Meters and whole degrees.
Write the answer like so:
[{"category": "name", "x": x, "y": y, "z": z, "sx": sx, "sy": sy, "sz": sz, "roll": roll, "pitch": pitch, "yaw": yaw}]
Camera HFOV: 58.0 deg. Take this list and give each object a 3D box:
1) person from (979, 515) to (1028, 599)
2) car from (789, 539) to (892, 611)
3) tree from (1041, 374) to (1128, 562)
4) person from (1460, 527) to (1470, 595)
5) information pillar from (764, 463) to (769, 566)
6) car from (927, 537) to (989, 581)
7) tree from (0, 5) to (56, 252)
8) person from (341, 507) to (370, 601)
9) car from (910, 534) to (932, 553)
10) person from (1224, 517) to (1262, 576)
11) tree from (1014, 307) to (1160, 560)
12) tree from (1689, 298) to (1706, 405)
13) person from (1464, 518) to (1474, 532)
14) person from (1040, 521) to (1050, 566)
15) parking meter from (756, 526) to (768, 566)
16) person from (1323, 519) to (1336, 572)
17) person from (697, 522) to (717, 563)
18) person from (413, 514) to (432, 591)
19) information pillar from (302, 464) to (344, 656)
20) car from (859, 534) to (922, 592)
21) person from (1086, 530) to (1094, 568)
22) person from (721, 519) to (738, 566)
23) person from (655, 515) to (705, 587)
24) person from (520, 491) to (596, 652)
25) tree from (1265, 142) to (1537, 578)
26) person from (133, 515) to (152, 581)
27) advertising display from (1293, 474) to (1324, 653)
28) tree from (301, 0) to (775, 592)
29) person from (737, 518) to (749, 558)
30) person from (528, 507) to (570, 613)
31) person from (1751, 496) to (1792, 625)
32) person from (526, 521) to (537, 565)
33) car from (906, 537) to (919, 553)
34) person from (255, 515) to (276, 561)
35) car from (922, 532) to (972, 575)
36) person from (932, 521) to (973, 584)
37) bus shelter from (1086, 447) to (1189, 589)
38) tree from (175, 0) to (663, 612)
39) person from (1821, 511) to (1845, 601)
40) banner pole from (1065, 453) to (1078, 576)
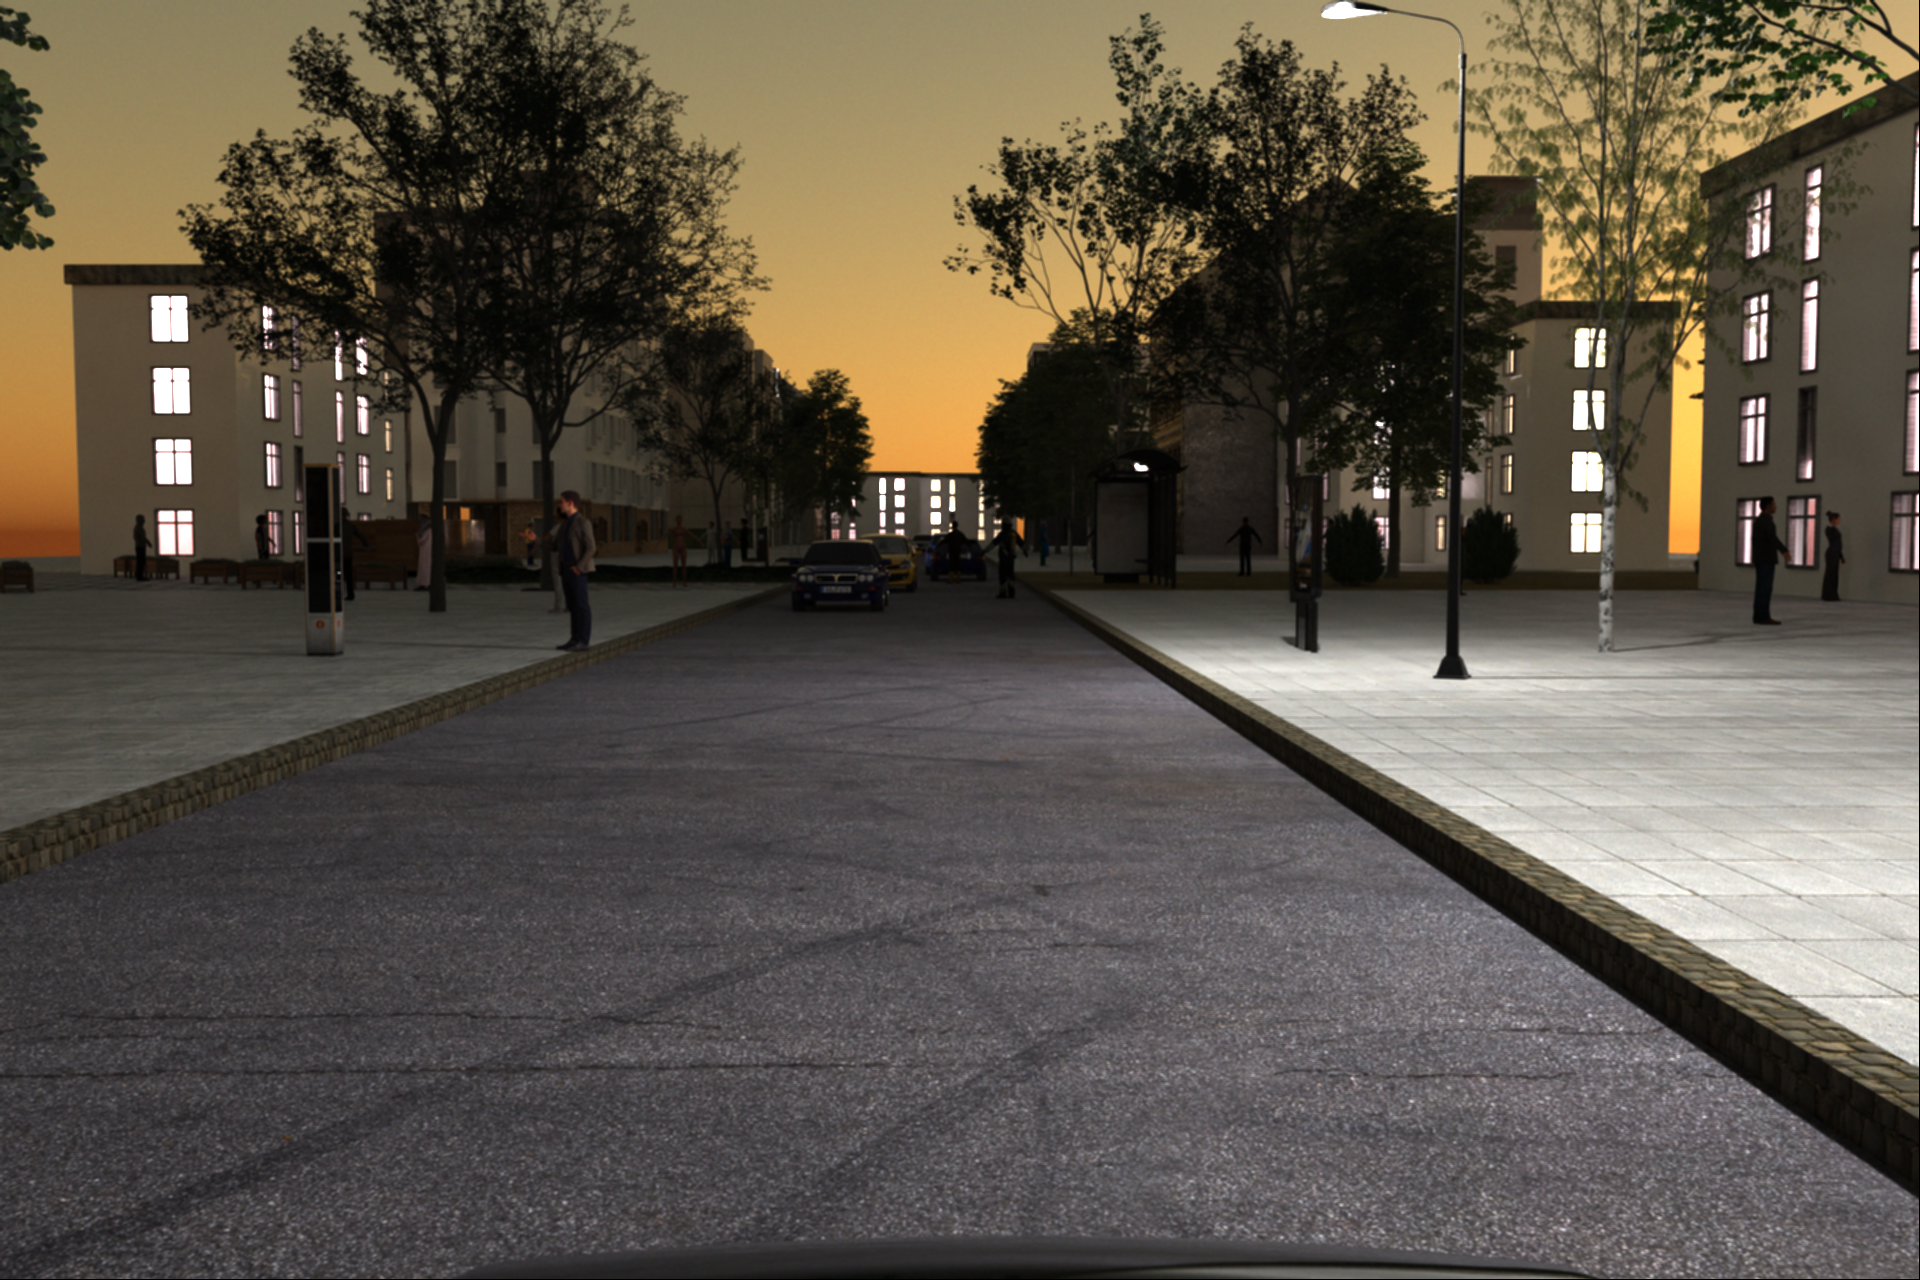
[{"category": "person", "x": 1.025, "y": -1.858, "z": 38.613, "sx": 1.354, "sy": 1.856, "sz": 0.705, "roll": -3, "pitch": 4, "yaw": -37}, {"category": "car", "x": -2.272, "y": -1.270, "z": 33.340, "sx": 1.945, "sy": 1.354, "sz": 3.894, "roll": 0, "pitch": 4, "yaw": -1}, {"category": "tree", "x": 6.016, "y": -7.885, "z": 79.289, "sx": 4.360, "sy": 8.622, "sz": 3.978, "roll": 0, "pitch": 3, "yaw": 0}, {"category": "person", "x": 10.551, "y": -1.659, "z": 36.336, "sx": 0.599, "sy": 1.438, "sz": 0.989, "roll": 2, "pitch": 4, "yaw": 29}, {"category": "information pillar", "x": -6.322, "y": -3.998, "z": 56.723, "sx": 0.183, "sy": 3.616, "sz": 0.504, "roll": 0, "pitch": 4, "yaw": 1}, {"category": "car", "x": -0.061, "y": -2.528, "z": 53.915, "sx": 1.945, "sy": 1.354, "sz": 3.894, "roll": 0, "pitch": 4, "yaw": -1}, {"category": "tree", "x": -8.607, "y": -6.277, "z": 9.279, "sx": 9.857, "sy": 13.997, "sz": 8.962, "roll": 0, "pitch": 3, "yaw": 0}, {"category": "person", "x": -11.919, "y": -1.666, "z": 33.423, "sx": 0.705, "sy": 1.807, "sz": 1.348, "roll": 2, "pitch": 4, "yaw": 34}, {"category": "car", "x": -2.534, "y": -6.732, "z": 119.850, "sx": 2.009, "sy": 1.686, "sz": 4.222, "roll": 0, "pitch": 3, "yaw": 0}, {"category": "person", "x": 8.730, "y": -2.867, "z": 53.094, "sx": 1.346, "sy": 1.802, "sz": 0.704, "roll": -2, "pitch": 4, "yaw": -24}, {"category": "tree", "x": 6.179, "y": -10.340, "z": 87.189, "sx": 7.486, "sy": 12.596, "sz": 7.792, "roll": 0, "pitch": 3, "yaw": 0}, {"category": "tree", "x": 25.391, "y": -8.160, "z": 51.544, "sx": 7.486, "sy": 12.596, "sz": 7.792, "roll": 0, "pitch": 3, "yaw": 0}, {"category": "person", "x": 18.068, "y": -3.400, "z": 61.366, "sx": 0.705, "sy": 1.858, "sz": 1.354, "roll": -3, "pitch": 5, "yaw": -41}, {"category": "person", "x": 3.350, "y": -3.829, "z": 68.734, "sx": 0.704, "sy": 1.817, "sz": 1.347, "roll": -1, "pitch": 4, "yaw": -9}, {"category": "parking meter", "x": -6.385, "y": -2.903, "z": 55.880, "sx": 0.372, "sy": 1.533, "sz": 0.369, "roll": 0, "pitch": 3, "yaw": 0}, {"category": "person", "x": 12.630, "y": -3.234, "z": 59.155, "sx": 0.705, "sy": 1.796, "sz": 1.348, "roll": 3, "pitch": 5, "yaw": 44}, {"category": "person", "x": -10.595, "y": -4.131, "z": 73.730, "sx": 1.347, "sy": 1.806, "sz": 0.705, "roll": 2, "pitch": 4, "yaw": 28}, {"category": "person", "x": -12.078, "y": -1.982, "z": 39.118, "sx": 0.621, "sy": 1.740, "sz": 0.551, "roll": -2, "pitch": 4, "yaw": -25}, {"category": "information pillar", "x": -6.704, "y": -0.841, "z": 18.241, "sx": 0.304, "sy": 2.012, "sz": 0.304, "roll": 0, "pitch": 4, "yaw": -1}, {"category": "car", "x": -1.956, "y": -2.064, "z": 43.964, "sx": 2.015, "sy": 1.641, "sz": 3.980, "roll": 0, "pitch": 3, "yaw": 0}, {"category": "person", "x": 5.122, "y": -3.493, "z": 63.827, "sx": 1.216, "sy": 1.740, "sz": 0.721, "roll": -2, "pitch": 4, "yaw": -34}, {"category": "person", "x": -8.411, "y": -3.492, "z": 62.950, "sx": 0.705, "sy": 1.847, "sz": 1.347, "roll": 1, "pitch": 4, "yaw": 18}, {"category": "person", "x": -6.785, "y": -2.151, "z": 41.975, "sx": 1.217, "sy": 1.733, "sz": 0.721, "roll": -1, "pitch": 4, "yaw": -18}, {"category": "person", "x": -4.408, "y": -0.761, "z": 19.019, "sx": 0.750, "sy": 1.759, "sz": 0.617, "roll": -2, "pitch": 4, "yaw": -24}, {"category": "tree", "x": 12.757, "y": -8.112, "z": 50.757, "sx": 7.486, "sy": 12.596, "sz": 7.792, "roll": 0, "pitch": 3, "yaw": 0}, {"category": "person", "x": -22.375, "y": -2.522, "z": 47.362, "sx": 0.705, "sy": 1.813, "sz": 1.348, "roll": -3, "pitch": 4, "yaw": -38}, {"category": "advertising display", "x": 3.835, "y": -0.851, "z": 19.123, "sx": 0.123, "sy": 1.923, "sz": 0.974, "roll": 0, "pitch": 4, "yaw": -1}, {"category": "tree", "x": -9.239, "y": -7.844, "z": 38.623, "sx": 12.009, "sy": 13.543, "sz": 11.850, "roll": 0, "pitch": 3, "yaw": 0}, {"category": "person", "x": -7.274, "y": -3.176, "z": 58.106, "sx": 0.705, "sy": 1.806, "sz": 1.347, "roll": 0, "pitch": 4, "yaw": 0}, {"category": "person", "x": -6.555, "y": -1.316, "z": 28.288, "sx": 0.721, "sy": 1.739, "sz": 1.217, "roll": 2, "pitch": 4, "yaw": 34}, {"category": "person", "x": 11.488, "y": -1.136, "z": 24.640, "sx": 0.705, "sy": 1.821, "sz": 1.348, "roll": 0, "pitch": 4, "yaw": 8}, {"category": "person", "x": -17.678, "y": -4.003, "z": 71.422, "sx": 0.705, "sy": 1.833, "sz": 1.349, "roll": -2, "pitch": 4, "yaw": -32}, {"category": "car", "x": -2.619, "y": -3.301, "z": 66.333, "sx": 2.083, "sy": 1.381, "sz": 4.827, "roll": 0, "pitch": 4, "yaw": 0}, {"category": "person", "x": -19.546, "y": -2.600, "z": 48.654, "sx": 0.704, "sy": 1.843, "sz": 1.345, "roll": 0, "pitch": 4, "yaw": -3}, {"category": "car", "x": -0.402, "y": -3.198, "z": 61.886, "sx": 1.945, "sy": 1.707, "sz": 3.694, "roll": 0, "pitch": 4, "yaw": -1}, {"category": "person", "x": -0.172, "y": -2.539, "z": 50.107, "sx": 1.346, "sy": 1.812, "sz": 0.704, "roll": -2, "pitch": 4, "yaw": -31}, {"category": "bus shelter", "x": 4.306, "y": -3.000, "z": 42.976, "sx": 2.014, "sy": 3.302, "sz": 5.546, "roll": 0, "pitch": 4, "yaw": 0}, {"category": "tree", "x": -8.680, "y": -5.723, "z": 27.982, "sx": 8.767, "sy": 10.594, "sz": 7.601, "roll": 0, "pitch": 4, "yaw": 3}, {"category": "person", "x": 16.660, "y": -1.595, "z": 32.925, "sx": 0.445, "sy": 1.727, "sz": 0.742, "roll": 1, "pitch": 4, "yaw": 12}, {"category": "banner pole", "x": 3.444, "y": -3.860, "z": 53.123, "sx": 0.401, "sy": 3.779, "sz": 0.863, "roll": 0, "pitch": 4, "yaw": -1}]
